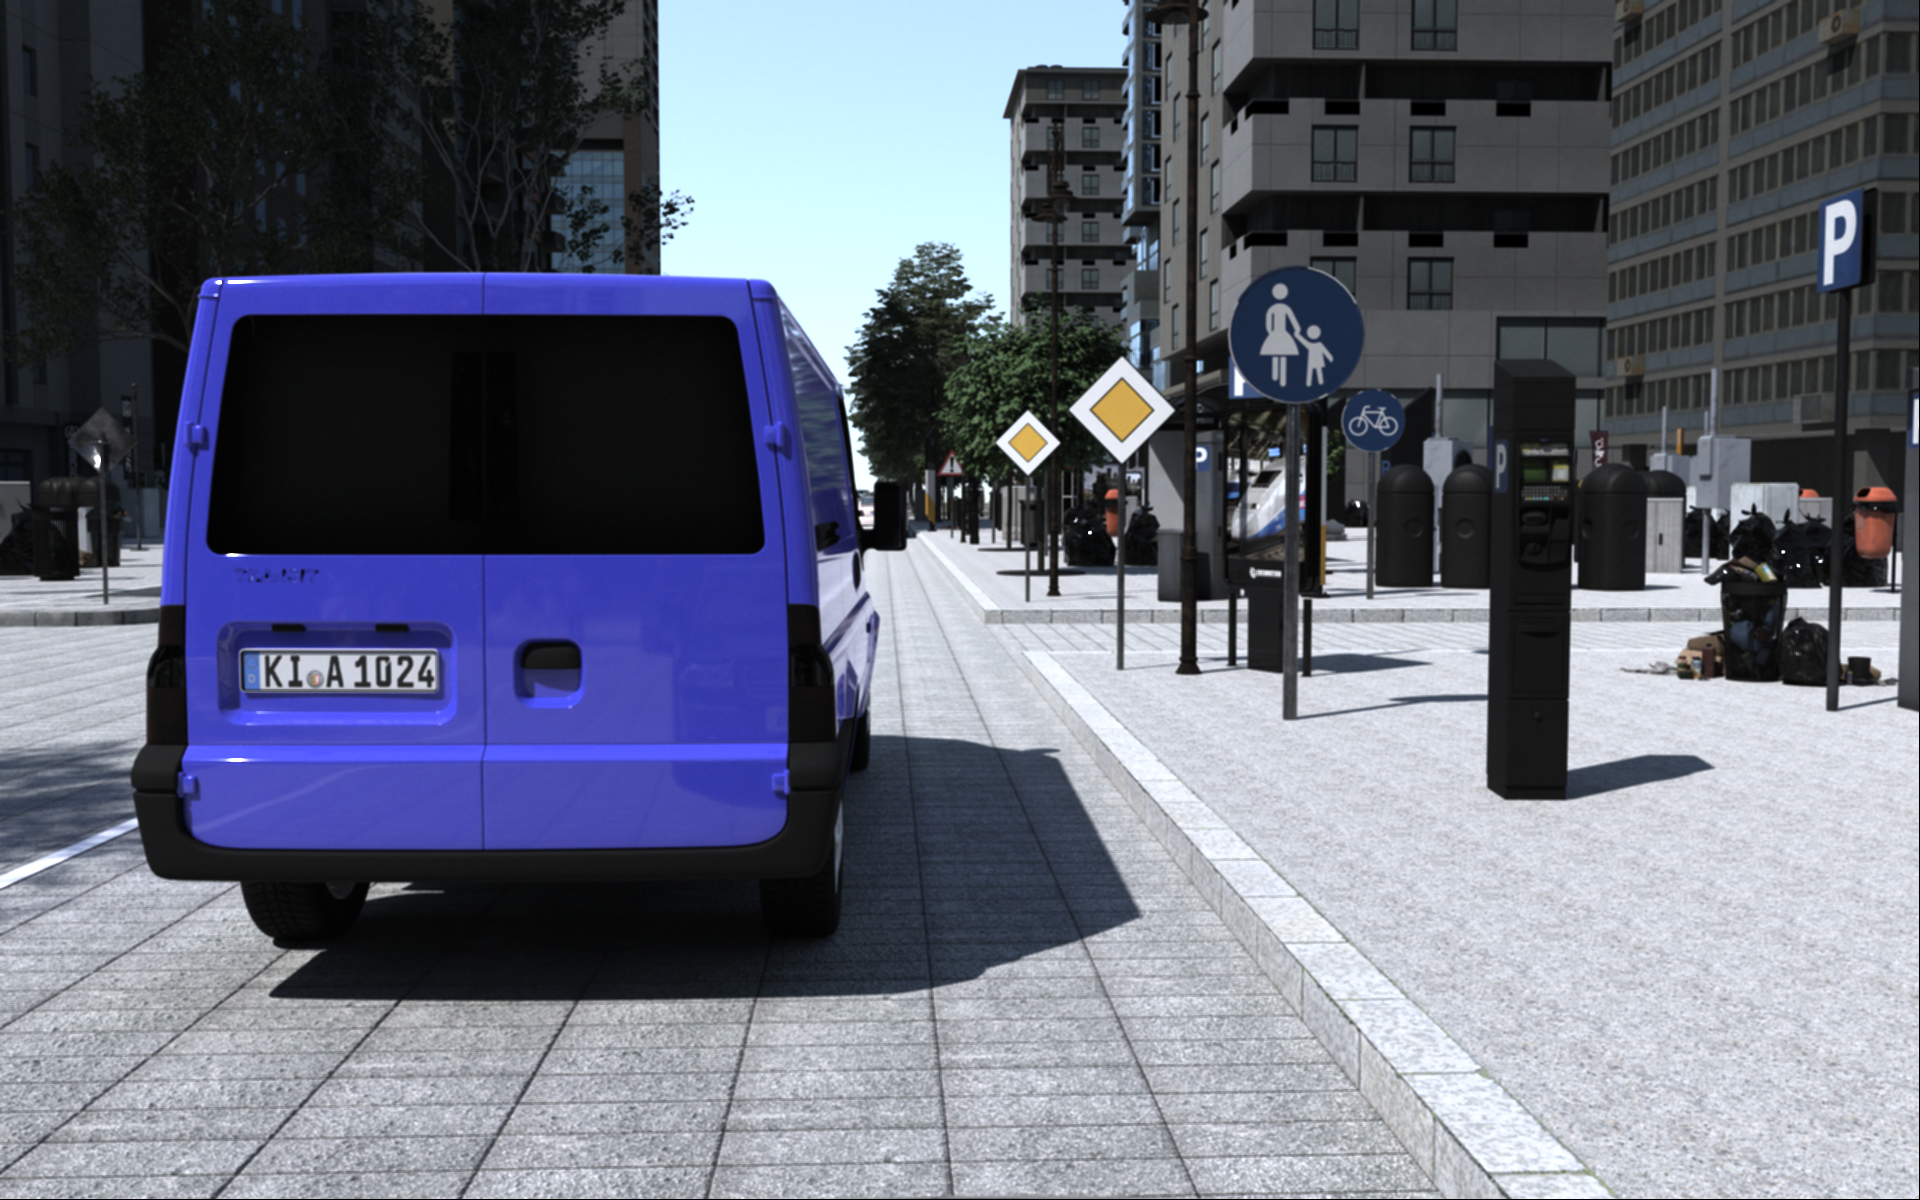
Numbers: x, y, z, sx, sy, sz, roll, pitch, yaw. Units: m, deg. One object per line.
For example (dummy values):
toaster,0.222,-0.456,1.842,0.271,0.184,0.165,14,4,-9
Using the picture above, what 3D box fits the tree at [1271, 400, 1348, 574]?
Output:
tree,5.367,-2.036,27.890,1.663,3.219,1.824,0,3,0

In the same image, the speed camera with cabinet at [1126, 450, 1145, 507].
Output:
speed camera with cabinet,6.066,-4.227,63.452,0.660,3.252,2.038,2,4,28

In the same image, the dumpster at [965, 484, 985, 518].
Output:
dumpster,0.746,-5.479,95.348,1.264,1.857,1.865,0,4,-3

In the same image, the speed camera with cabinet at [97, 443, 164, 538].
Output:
speed camera with cabinet,-24.599,-3.478,51.193,2.038,3.252,0.660,2,4,27

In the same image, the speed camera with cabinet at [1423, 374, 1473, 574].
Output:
speed camera with cabinet,7.518,-2.055,27.932,2.038,3.252,0.660,-3,5,-44

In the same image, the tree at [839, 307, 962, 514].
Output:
tree,-2.765,-12.466,110.473,9.857,13.997,8.962,0,3,0

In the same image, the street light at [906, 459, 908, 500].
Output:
street light,-3.346,-9.122,121.940,0.468,5.910,1.993,0,4,-3

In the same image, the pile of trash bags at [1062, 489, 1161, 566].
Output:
pile of trash bags,2.863,-1.375,32.241,1.912,1.369,3.447,0,4,5

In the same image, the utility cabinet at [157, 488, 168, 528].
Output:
utility cabinet,-30.109,-3.447,65.044,0.318,1.500,1.173,2,4,29

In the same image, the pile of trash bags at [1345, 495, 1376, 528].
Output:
pile of trash bags,14.510,-3.474,66.550,1.912,1.369,3.447,3,5,42

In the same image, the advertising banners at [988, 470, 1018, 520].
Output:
advertising banners,2.190,-5.500,86.106,0.090,3.025,2.074,-3,5,-45

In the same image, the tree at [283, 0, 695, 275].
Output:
tree,-14.574,-12.161,54.721,12.611,20.169,13.585,0,3,0

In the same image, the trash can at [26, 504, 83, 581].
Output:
trash can,-13.422,-0.860,25.714,0.748,1.137,0.748,0,3,0

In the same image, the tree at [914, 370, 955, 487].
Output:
tree,-1.397,-9.280,102.089,4.737,8.622,4.395,0,3,0

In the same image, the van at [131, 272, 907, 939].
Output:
van,-1.354,-0.175,7.245,2.240,2.365,5.245,0,4,-1

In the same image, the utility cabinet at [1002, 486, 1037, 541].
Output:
utility cabinet,1.665,-2.355,47.184,1.173,1.500,0.318,3,5,44

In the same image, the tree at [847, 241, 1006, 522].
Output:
tree,-1.447,-9.806,78.463,7.486,12.596,7.792,0,3,0

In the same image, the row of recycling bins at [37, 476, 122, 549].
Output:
row of recycling bins,-21.075,-2.093,41.332,3.534,1.692,1.069,3,5,44

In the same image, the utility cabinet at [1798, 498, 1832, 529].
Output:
utility cabinet,14.428,-1.119,29.456,0.306,1.237,1.020,0,4,-7

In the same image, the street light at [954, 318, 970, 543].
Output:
street light,0.086,-4.462,45.747,0.468,5.910,1.993,0,4,-3

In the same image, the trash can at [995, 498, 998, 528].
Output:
trash can,1.580,-3.347,66.385,0.748,1.137,0.748,0,3,0

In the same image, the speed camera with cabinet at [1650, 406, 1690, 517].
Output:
speed camera with cabinet,16.345,-2.708,38.613,0.660,3.252,2.038,-1,4,-22

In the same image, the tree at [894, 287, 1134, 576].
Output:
tree,1.367,-2.693,27.737,4.285,4.588,4.351,0,3,0

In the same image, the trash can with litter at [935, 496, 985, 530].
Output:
trash can with litter,-0.132,-3.161,62.739,1.678,1.210,2.233,-1,4,-15

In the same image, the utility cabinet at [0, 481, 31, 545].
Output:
utility cabinet,-16.823,-1.312,30.133,1.173,1.500,0.318,-2,4,-29

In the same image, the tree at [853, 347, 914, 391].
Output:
tree,-6.199,-21.951,214.790,12.611,20.169,13.585,0,3,0

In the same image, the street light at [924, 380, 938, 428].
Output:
street light,-1.120,-5.956,70.162,0.468,5.910,1.993,0,4,-3

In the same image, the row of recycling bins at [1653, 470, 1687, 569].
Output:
row of recycling bins,12.025,-1.468,31.109,1.069,1.692,3.534,0,4,0

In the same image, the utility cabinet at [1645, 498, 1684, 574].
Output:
utility cabinet,11.228,-1.044,28.234,1.020,1.237,0.306,2,4,26

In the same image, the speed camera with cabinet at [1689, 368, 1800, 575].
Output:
speed camera with cabinet,12.102,-1.976,26.640,0.660,3.252,2.038,0,4,-5

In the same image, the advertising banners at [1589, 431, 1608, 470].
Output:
advertising banners,18.408,-3.166,47.948,2.074,3.025,0.090,0,4,-2

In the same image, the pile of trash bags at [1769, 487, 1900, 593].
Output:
pile of trash bags,11.928,-0.862,23.847,1.912,1.369,3.447,0,4,2

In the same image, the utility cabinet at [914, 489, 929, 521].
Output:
utility cabinet,-1.561,-4.470,81.757,1.173,1.500,0.318,-2,4,-25

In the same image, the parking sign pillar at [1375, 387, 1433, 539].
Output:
parking sign pillar,11.171,-3.358,43.382,1.447,3.967,1.447,-2,4,-27

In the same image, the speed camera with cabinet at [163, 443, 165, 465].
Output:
speed camera with cabinet,-31.453,-4.471,67.433,2.038,3.252,0.660,3,5,45

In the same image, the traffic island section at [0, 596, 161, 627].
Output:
traffic island section,-9.955,0.130,20.148,2.009,0.180,2.903,0,4,-3

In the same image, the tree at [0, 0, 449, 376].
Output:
tree,-13.073,-5.857,30.179,7.601,10.594,8.767,0,4,8

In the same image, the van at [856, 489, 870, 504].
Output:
van,-8.174,-8.359,143.683,2.013,2.044,4.112,0,4,-2

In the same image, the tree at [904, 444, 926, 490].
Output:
tree,-2.692,-10.748,126.094,4.360,8.622,3.978,0,3,0

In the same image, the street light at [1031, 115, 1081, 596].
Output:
street light,1.184,-2.989,21.665,0.468,5.910,1.993,0,4,-3

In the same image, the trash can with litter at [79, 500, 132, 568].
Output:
trash can with litter,-15.067,-1.156,30.291,0.624,1.170,1.055,1,4,11

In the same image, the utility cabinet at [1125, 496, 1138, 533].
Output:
utility cabinet,4.484,-2.145,46.232,0.306,1.237,1.020,0,4,-6

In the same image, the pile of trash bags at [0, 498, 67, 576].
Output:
pile of trash bags,-15.274,-1.062,27.112,1.912,1.369,3.447,-1,4,-10

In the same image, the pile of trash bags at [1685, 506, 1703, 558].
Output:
pile of trash bags,15.594,-1.478,33.913,1.912,1.369,3.447,-1,4,-11

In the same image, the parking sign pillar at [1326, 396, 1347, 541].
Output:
parking sign pillar,9.907,-3.611,47.512,1.447,3.967,1.447,-1,4,-22

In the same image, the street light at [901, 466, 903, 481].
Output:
street light,-5.679,-12.148,171.412,0.468,5.910,1.993,0,4,-3

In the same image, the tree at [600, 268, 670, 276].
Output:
tree,-15.396,-9.457,80.377,9.928,11.665,9.643,0,3,0

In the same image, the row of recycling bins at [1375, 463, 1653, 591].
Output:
row of recycling bins,7.462,-1.008,23.599,3.534,1.692,1.069,1,4,18

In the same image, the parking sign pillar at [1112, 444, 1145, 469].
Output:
parking sign pillar,6.621,-4.872,68.130,1.447,3.967,1.447,0,4,-4

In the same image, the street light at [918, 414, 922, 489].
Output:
street light,-2.085,-7.429,94.250,0.468,5.910,1.993,0,4,-3

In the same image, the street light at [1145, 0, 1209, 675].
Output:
street light,1.633,-2.410,12.199,0.468,5.910,1.993,0,4,-3

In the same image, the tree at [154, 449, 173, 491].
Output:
tree,-28.321,-4.198,63.245,1.663,3.219,1.824,0,3,0

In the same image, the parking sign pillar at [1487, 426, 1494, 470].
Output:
parking sign pillar,15.418,-3.695,48.882,1.447,3.967,1.447,-1,4,-17
